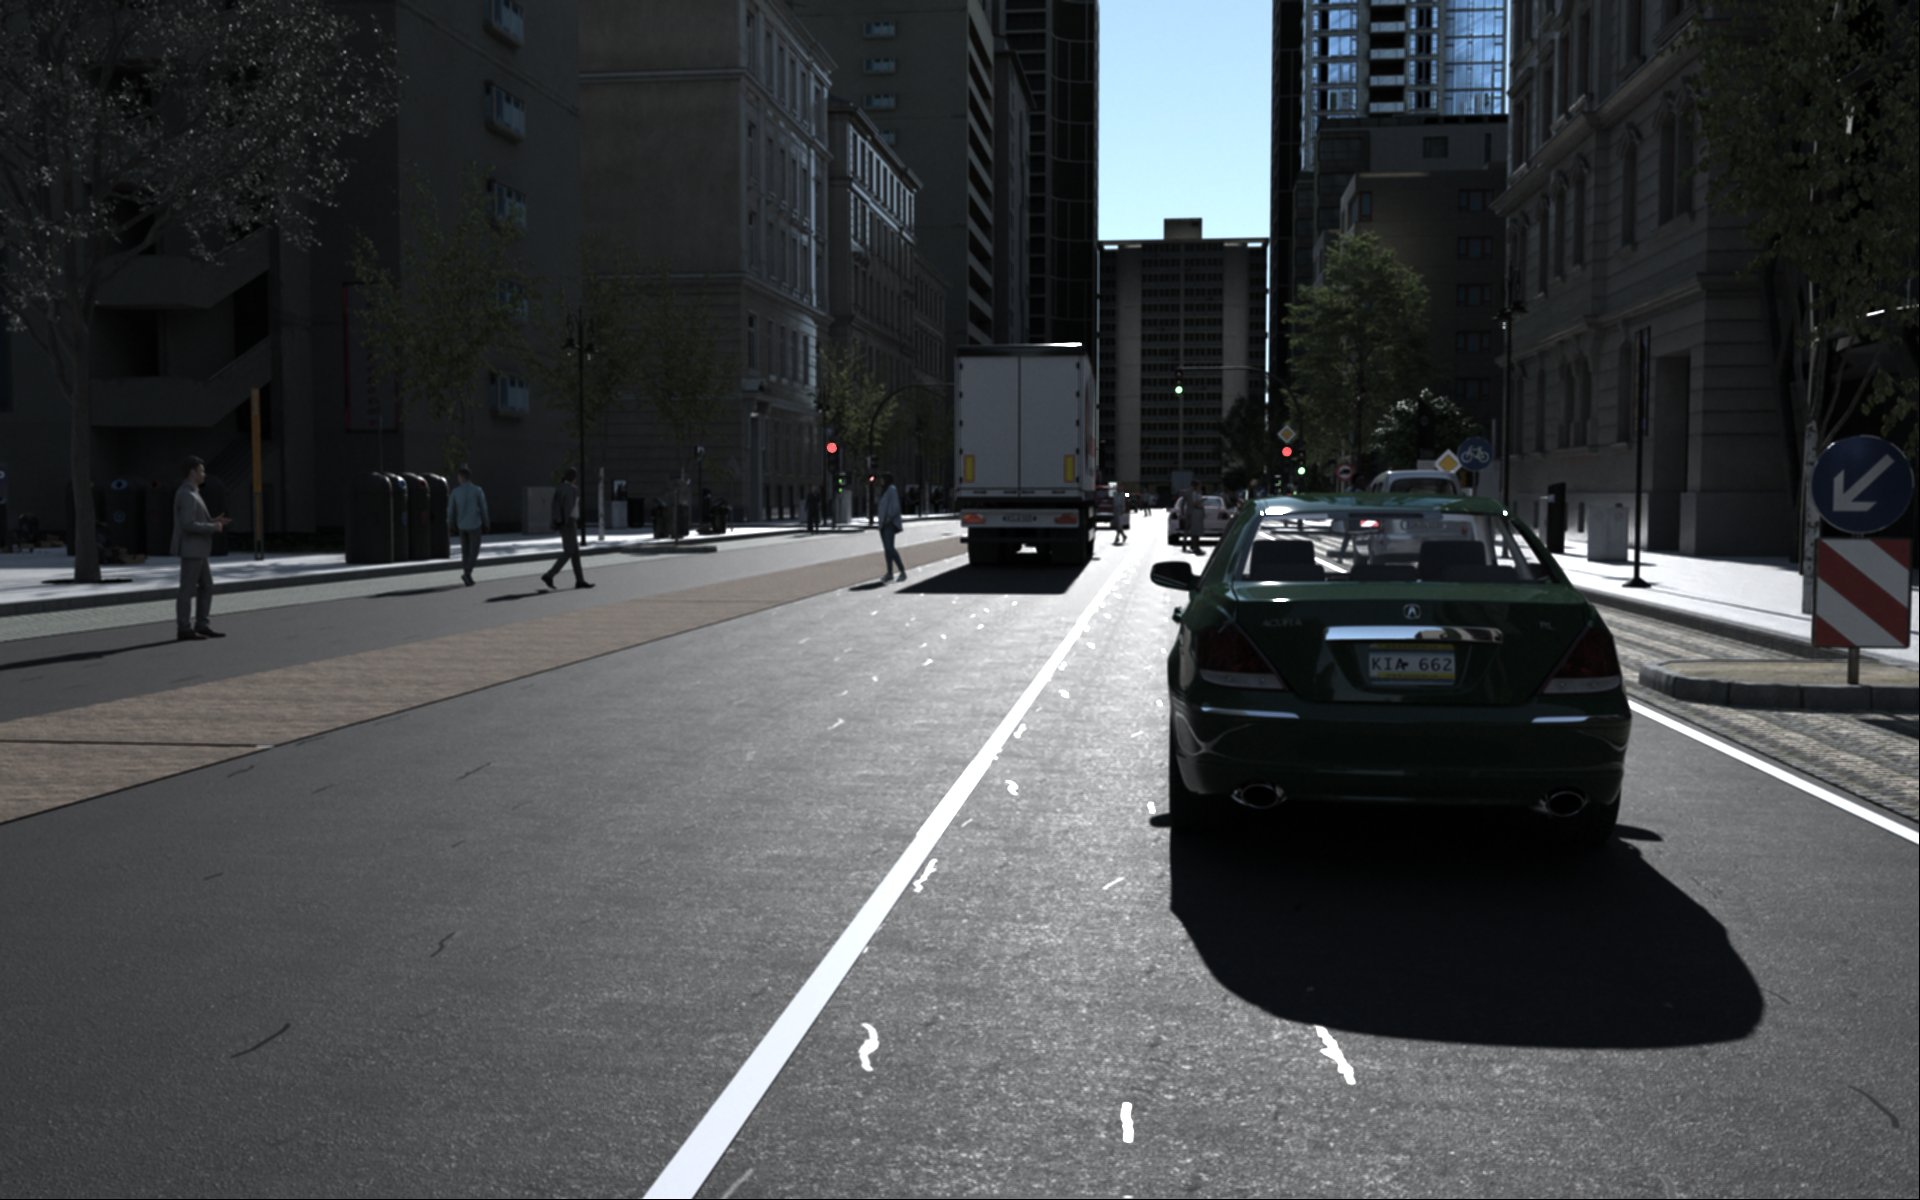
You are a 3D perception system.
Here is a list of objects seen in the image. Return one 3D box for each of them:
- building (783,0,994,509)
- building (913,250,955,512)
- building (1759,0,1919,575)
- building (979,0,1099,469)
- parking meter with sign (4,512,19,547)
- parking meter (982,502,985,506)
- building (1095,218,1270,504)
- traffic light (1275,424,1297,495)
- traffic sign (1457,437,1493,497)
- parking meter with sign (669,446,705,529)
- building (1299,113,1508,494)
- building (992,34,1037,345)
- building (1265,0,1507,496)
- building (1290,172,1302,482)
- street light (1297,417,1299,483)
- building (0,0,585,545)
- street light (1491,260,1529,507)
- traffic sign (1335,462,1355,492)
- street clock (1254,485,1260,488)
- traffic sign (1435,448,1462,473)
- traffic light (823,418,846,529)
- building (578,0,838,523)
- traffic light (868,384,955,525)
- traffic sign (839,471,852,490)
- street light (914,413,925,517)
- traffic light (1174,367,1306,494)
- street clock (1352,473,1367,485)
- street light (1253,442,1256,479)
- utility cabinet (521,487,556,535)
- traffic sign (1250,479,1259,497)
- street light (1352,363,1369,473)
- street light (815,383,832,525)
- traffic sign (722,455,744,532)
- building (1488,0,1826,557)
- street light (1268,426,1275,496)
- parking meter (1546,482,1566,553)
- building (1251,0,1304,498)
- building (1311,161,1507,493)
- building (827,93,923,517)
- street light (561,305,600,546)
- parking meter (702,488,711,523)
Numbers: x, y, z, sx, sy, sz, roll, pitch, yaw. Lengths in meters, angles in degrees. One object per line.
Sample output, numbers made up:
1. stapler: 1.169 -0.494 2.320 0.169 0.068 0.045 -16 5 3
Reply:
1. building: -8.636 -32.704 158.410 21.300 48.544 21.600 0 4 7
2. building: -7.493 -18.047 131.220 11.583 22.565 21.152 0 4 7
3. building: 21.243 -9.635 24.977 16.820 18.784 16.811 0 4 7
4. building: 8.605 -49.157 241.965 20.611 71.187 20.563 0 4 7
5. parking meter with sign: -23.703 -2.821 42.392 1.738 3.016 0.543 2 4 31
6. parking meter: 1.950 -7.982 136.211 0.399 1.863 0.255 -3 5 -41
7. building: 31.551 -33.934 246.704 23.993 40.220 32.217 0 4 7
8. traffic light: 13.124 -4.945 69.774 0.839 4.253 0.868 0 4 7
9. traffic sign: 11.469 -2.356 38.632 0.768 2.556 0.104 1 4 11
10. parking meter with sign: -10.172 -4.087 63.086 1.738 3.016 0.543 2 4 24
11. building: 34.573 -22.259 135.642 14.160 30.474 14.107 0 4 7
12. building: -5.777 -37.773 206.820 27.495 52.752 28.713 0 4 7
13. building: 58.105 -56.474 236.027 31.000 86.520 22.319 0 4 7
14. building: 36.997 -23.561 156.920 14.160 30.474 14.107 0 4 7
15. street light: 17.865 -7.240 91.164 0.468 5.910 1.993 0 4 7
16. building: -25.518 -26.256 52.986 21.600 48.544 21.300 0 4 7
17. street light: 10.900 -3.771 34.449 0.468 5.910 1.993 0 4 7
18. traffic sign: 15.480 -4.258 69.720 0.768 2.556 0.104 1 4 17
19. street clock: 24.270 -8.371 141.438 0.358 2.002 0.471 -3 4 -38
20. traffic sign: 12.296 -2.598 43.661 0.795 2.450 0.064 1 4 15
21. traffic light: -4.647 -4.587 63.916 0.839 4.253 0.868 0 4 7
22. building: -14.477 -18.337 85.708 13.634 28.700 20.117 0 4 7
23. traffic light: -1.573 -5.930 71.617 4.771 5.953 1.251 0 4 7
24. traffic sign: -5.176 -4.659 78.307 0.606 2.300 0.079 1 4 11
25. street light: -2.291 -7.692 98.559 0.468 5.910 1.993 0 4 7
26. traffic light: 10.050 -5.339 61.967 4.771 5.953 1.251 0 4 7
27. street clock: 13.686 -3.355 59.424 0.358 2.002 0.471 -3 4 -39
28. street light: 24.425 -10.456 143.743 0.468 5.910 1.993 0 4 7
29. utility cabinet: -13.211 -2.795 54.371 0.318 1.500 1.173 2 4 34
30. traffic sign: 24.106 -8.669 141.838 0.768 2.556 0.104 0 4 8
31. street light: 14.131 -5.410 61.236 0.468 5.910 1.993 0 4 7
32. street light: -5.653 -6.088 72.334 0.468 5.910 1.993 0 4 7
33. traffic sign: -7.671 -3.559 58.188 0.884 2.594 0.081 1 4 15
34. building: 22.676 -15.759 45.057 14.401 28.519 23.554 0 4 7
35. street light: 21.077 -8.845 117.408 0.468 5.910 1.993 0 4 7
36. parking meter: 13.003 -1.797 37.788 0.372 1.533 0.369 0 3 0
37. building: 45.119 -46.807 203.547 20.563 71.187 20.611 0 4 7
38. building: 36.713 -15.959 105.975 27.650 21.520 28.899 0 4 7
39. building: -10.214 -19.006 108.018 12.463 27.353 25.104 0 4 7
40. street light: -9.300 -4.269 42.593 0.468 5.910 1.993 0 4 7
41. parking meter: -11.008 -4.089 75.259 0.372 1.533 0.369 0 3 0
